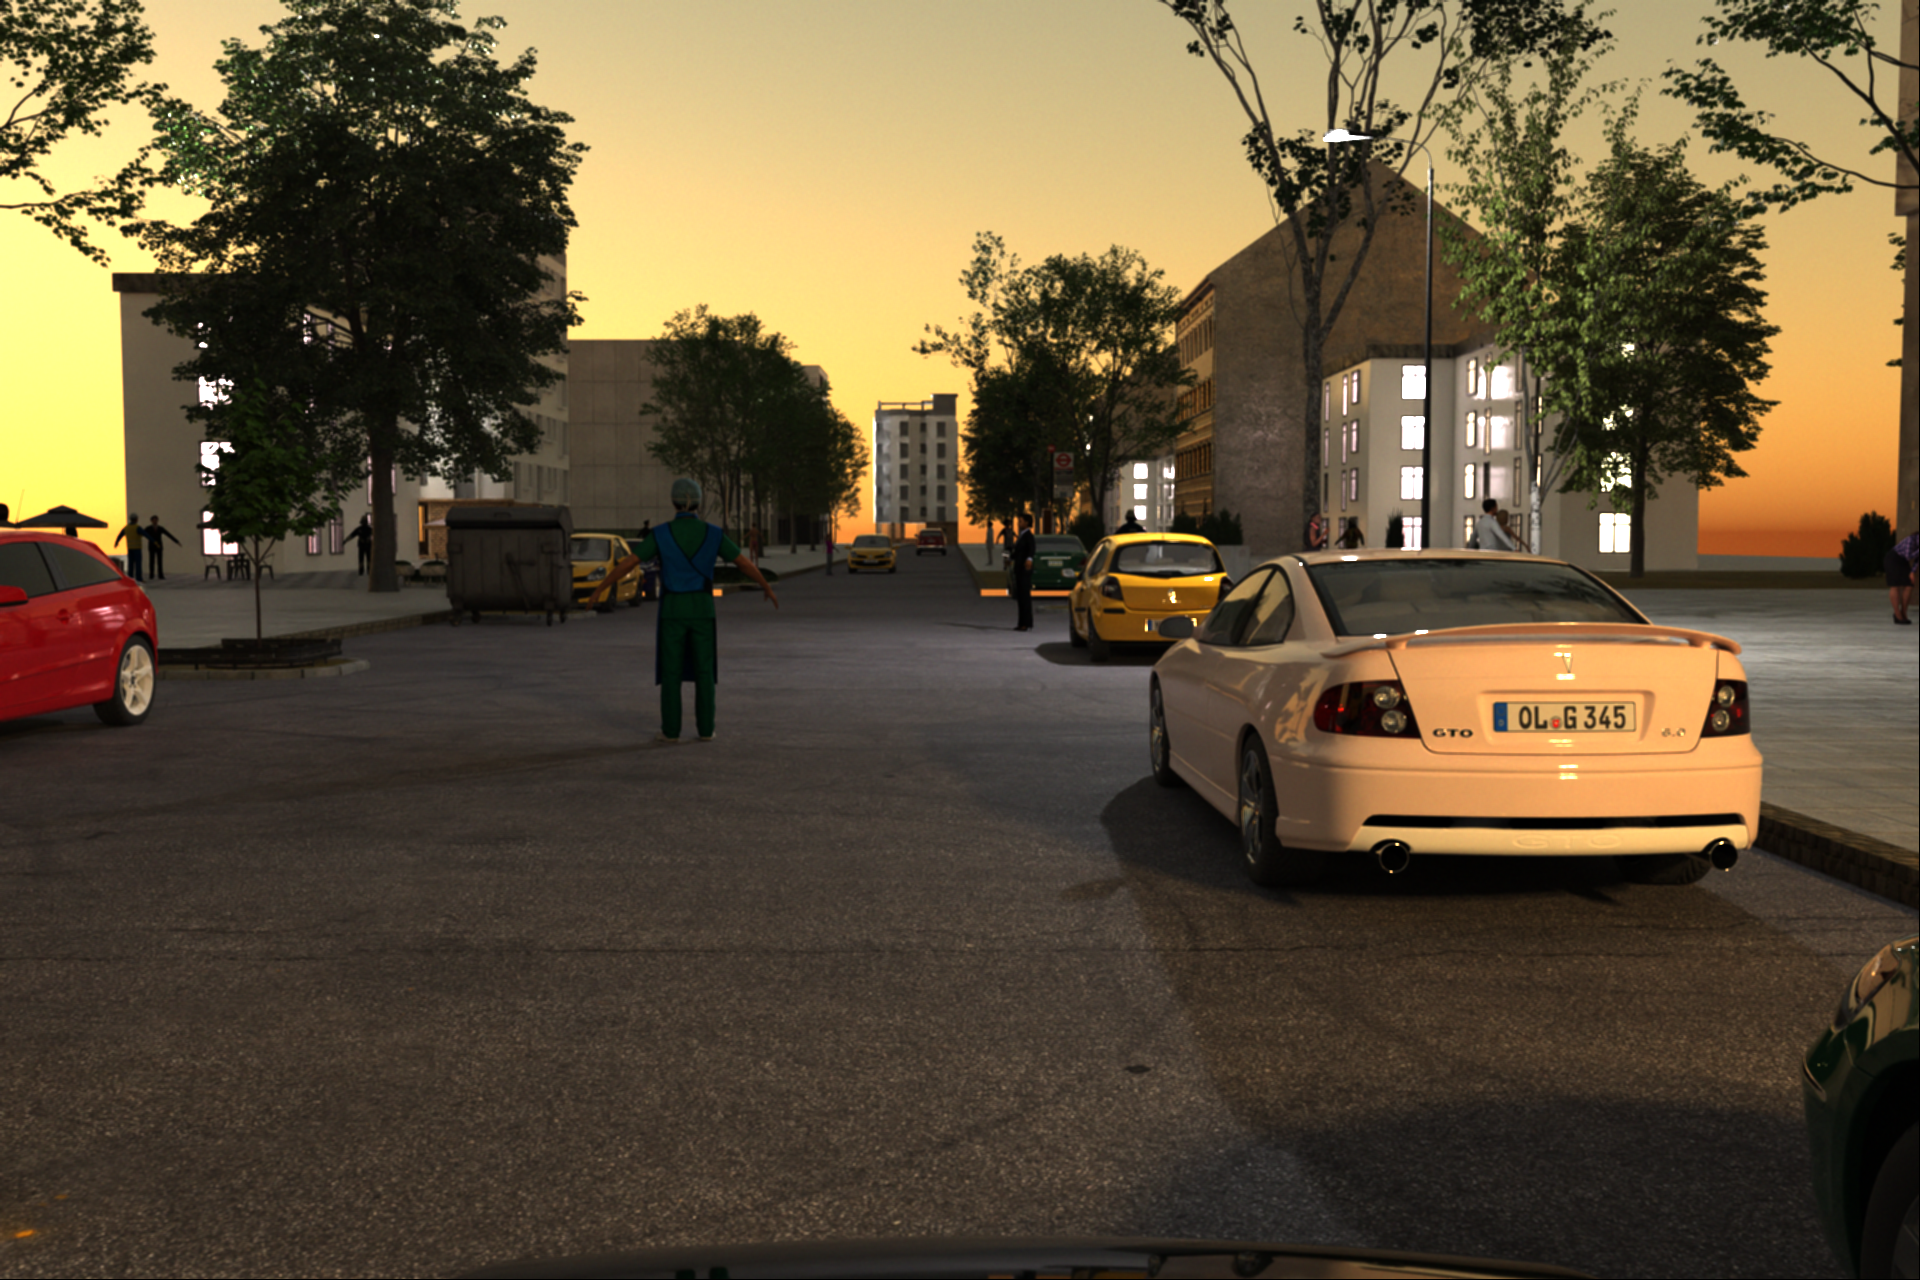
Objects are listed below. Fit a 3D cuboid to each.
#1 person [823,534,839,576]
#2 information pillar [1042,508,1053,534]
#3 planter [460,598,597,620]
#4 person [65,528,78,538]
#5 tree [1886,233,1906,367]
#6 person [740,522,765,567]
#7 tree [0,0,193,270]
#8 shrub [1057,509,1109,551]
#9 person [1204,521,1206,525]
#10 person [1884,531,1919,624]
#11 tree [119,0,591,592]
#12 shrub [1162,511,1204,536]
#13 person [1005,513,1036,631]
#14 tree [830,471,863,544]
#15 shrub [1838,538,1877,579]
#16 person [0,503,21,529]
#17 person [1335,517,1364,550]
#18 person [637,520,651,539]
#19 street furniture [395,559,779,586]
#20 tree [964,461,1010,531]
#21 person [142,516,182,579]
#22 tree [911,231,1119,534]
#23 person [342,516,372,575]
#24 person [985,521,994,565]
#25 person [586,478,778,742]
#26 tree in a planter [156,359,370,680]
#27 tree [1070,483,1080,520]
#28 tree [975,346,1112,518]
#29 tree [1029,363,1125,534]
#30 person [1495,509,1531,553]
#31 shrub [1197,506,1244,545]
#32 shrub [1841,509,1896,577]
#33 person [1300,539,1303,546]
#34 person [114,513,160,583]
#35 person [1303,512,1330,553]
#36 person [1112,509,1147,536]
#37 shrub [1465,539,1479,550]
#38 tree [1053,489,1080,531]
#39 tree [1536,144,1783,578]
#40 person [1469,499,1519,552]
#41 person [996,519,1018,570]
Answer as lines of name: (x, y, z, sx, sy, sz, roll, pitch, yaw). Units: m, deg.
person: (-4.471, -2.950, 59.958, 0.599, 1.433, 0.991, 2, 4, 27)
information pillar: (2.508, -2.772, 49.809, 0.304, 2.012, 0.304, 0, 4, -1)
planter: (-7.358, -0.534, 29.875, 1.991, 0.319, 1.994, 0, 4, -1)
person: (-23.278, -2.402, 45.494, 0.704, 1.802, 1.346, -1, 4, -18)
tree: (25.902, -7.524, 41.150, 7.486, 12.596, 7.792, 0, 3, 0)
person: (-8.062, -3.702, 67.325, 1.217, 1.733, 0.721, -3, 5, -41)
tree: (-13.213, -5.788, 20.387, 9.928, 11.665, 9.643, 0, 3, 0)
shrub: (3.959, -3.121, 55.075, 1.661, 2.075, 1.752, 0, 3, 0)
person: (9.867, -3.867, 69.076, 0.705, 1.847, 1.347, 0, 4, 7)
person: (13.455, -0.933, 24.524, 0.421, 1.427, 0.697, -2, 4, -26)
tree: (-12.963, -8.045, 38.190, 9.857, 13.997, 8.962, 0, 3, 0)
shrub: (7.079, -3.088, 54.904, 1.690, 2.028, 1.600, 0, 3, 0)
person: (0.875, -1.005, 25.613, 0.721, 1.740, 1.216, -1, 4, -13)
tree: (-16.348, -18.104, 230.415, 7.601, 10.594, 8.767, 0, 4, 2)
shrub: (25.448, -2.325, 49.131, 1.383, 1.207, 1.383, 0, 3, 0)
person: (-14.326, -1.170, 25.893, 1.215, 1.744, 0.721, -3, 5, -40)
person: (13.022, -3.175, 57.684, 0.705, 1.858, 1.354, -2, 4, -30)
person: (-12.326, -3.812, 68.257, 1.347, 1.837, 0.705, 2, 4, 35)
street furniture: (-9.954, -1.755, 44.322, 10.072, 0.657, 5.734, 1, 4, 14)
tree: (4.298, -19.410, 235.485, 7.486, 12.596, 7.792, 0, 3, 0)
person: (-22.913, -2.640, 49.343, 1.347, 1.806, 0.705, -2, 4, -35)
tree: (3.788, -15.492, 109.188, 12.611, 20.169, 13.585, 0, 3, 0)
person: (-18.488, -2.938, 53.813, 1.354, 1.856, 0.705, -1, 4, -21)
person: (1.200, -3.982, 71.289, 0.705, 1.806, 1.347, 0, 4, 4)
person: (-1.900, -0.209, 12.001, 1.347, 1.817, 0.704, -1, 4, -20)
tree in a planter: (-7.281, -1.264, 17.896, 1.991, 3.239, 1.994, 0, 4, -1)
tree: (17.426, -17.619, 238.435, 4.360, 8.622, 3.978, 0, 3, 0)
tree: (4.607, -10.405, 95.880, 9.928, 11.665, 9.643, 0, 3, 0)
tree: (4.816, -7.645, 75.353, 4.737, 8.622, 4.395, 0, 3, 0)
person: (10.488, -1.629, 33.251, 0.721, 1.753, 1.214, -2, 4, -26)
shrub: (7.474, -2.773, 49.374, 1.661, 2.075, 1.752, 0, 3, 0)
shrub: (27.443, -2.917, 52.116, 1.690, 2.028, 1.600, 0, 3, 0)
person: (15.152, -4.034, 75.220, 0.991, 1.433, 0.599, -2, 4, -27)
person: (-21.596, -2.409, 45.355, 1.349, 1.833, 0.705, 1, 4, 12)
person: (5.911, -1.289, 28.591, 0.415, 1.643, 0.593, -3, 5, -42)
person: (3.919, -2.081, 39.889, 1.351, 1.845, 0.704, -1, 4, -14)
shrub: (14.036, -2.215, 47.334, 1.383, 1.207, 1.383, 0, 3, 0)
tree: (13.958, -17.206, 231.678, 4.737, 8.622, 4.395, 0, 3, 0)
tree: (20.432, -8.134, 51.111, 7.486, 12.596, 7.792, 0, 3, 0)
person: (8.002, -1.220, 26.109, 0.704, 1.810, 1.344, -1, 4, -16)
person: (1.729, -3.390, 61.565, 1.345, 1.843, 0.704, -3, 5, -42)
